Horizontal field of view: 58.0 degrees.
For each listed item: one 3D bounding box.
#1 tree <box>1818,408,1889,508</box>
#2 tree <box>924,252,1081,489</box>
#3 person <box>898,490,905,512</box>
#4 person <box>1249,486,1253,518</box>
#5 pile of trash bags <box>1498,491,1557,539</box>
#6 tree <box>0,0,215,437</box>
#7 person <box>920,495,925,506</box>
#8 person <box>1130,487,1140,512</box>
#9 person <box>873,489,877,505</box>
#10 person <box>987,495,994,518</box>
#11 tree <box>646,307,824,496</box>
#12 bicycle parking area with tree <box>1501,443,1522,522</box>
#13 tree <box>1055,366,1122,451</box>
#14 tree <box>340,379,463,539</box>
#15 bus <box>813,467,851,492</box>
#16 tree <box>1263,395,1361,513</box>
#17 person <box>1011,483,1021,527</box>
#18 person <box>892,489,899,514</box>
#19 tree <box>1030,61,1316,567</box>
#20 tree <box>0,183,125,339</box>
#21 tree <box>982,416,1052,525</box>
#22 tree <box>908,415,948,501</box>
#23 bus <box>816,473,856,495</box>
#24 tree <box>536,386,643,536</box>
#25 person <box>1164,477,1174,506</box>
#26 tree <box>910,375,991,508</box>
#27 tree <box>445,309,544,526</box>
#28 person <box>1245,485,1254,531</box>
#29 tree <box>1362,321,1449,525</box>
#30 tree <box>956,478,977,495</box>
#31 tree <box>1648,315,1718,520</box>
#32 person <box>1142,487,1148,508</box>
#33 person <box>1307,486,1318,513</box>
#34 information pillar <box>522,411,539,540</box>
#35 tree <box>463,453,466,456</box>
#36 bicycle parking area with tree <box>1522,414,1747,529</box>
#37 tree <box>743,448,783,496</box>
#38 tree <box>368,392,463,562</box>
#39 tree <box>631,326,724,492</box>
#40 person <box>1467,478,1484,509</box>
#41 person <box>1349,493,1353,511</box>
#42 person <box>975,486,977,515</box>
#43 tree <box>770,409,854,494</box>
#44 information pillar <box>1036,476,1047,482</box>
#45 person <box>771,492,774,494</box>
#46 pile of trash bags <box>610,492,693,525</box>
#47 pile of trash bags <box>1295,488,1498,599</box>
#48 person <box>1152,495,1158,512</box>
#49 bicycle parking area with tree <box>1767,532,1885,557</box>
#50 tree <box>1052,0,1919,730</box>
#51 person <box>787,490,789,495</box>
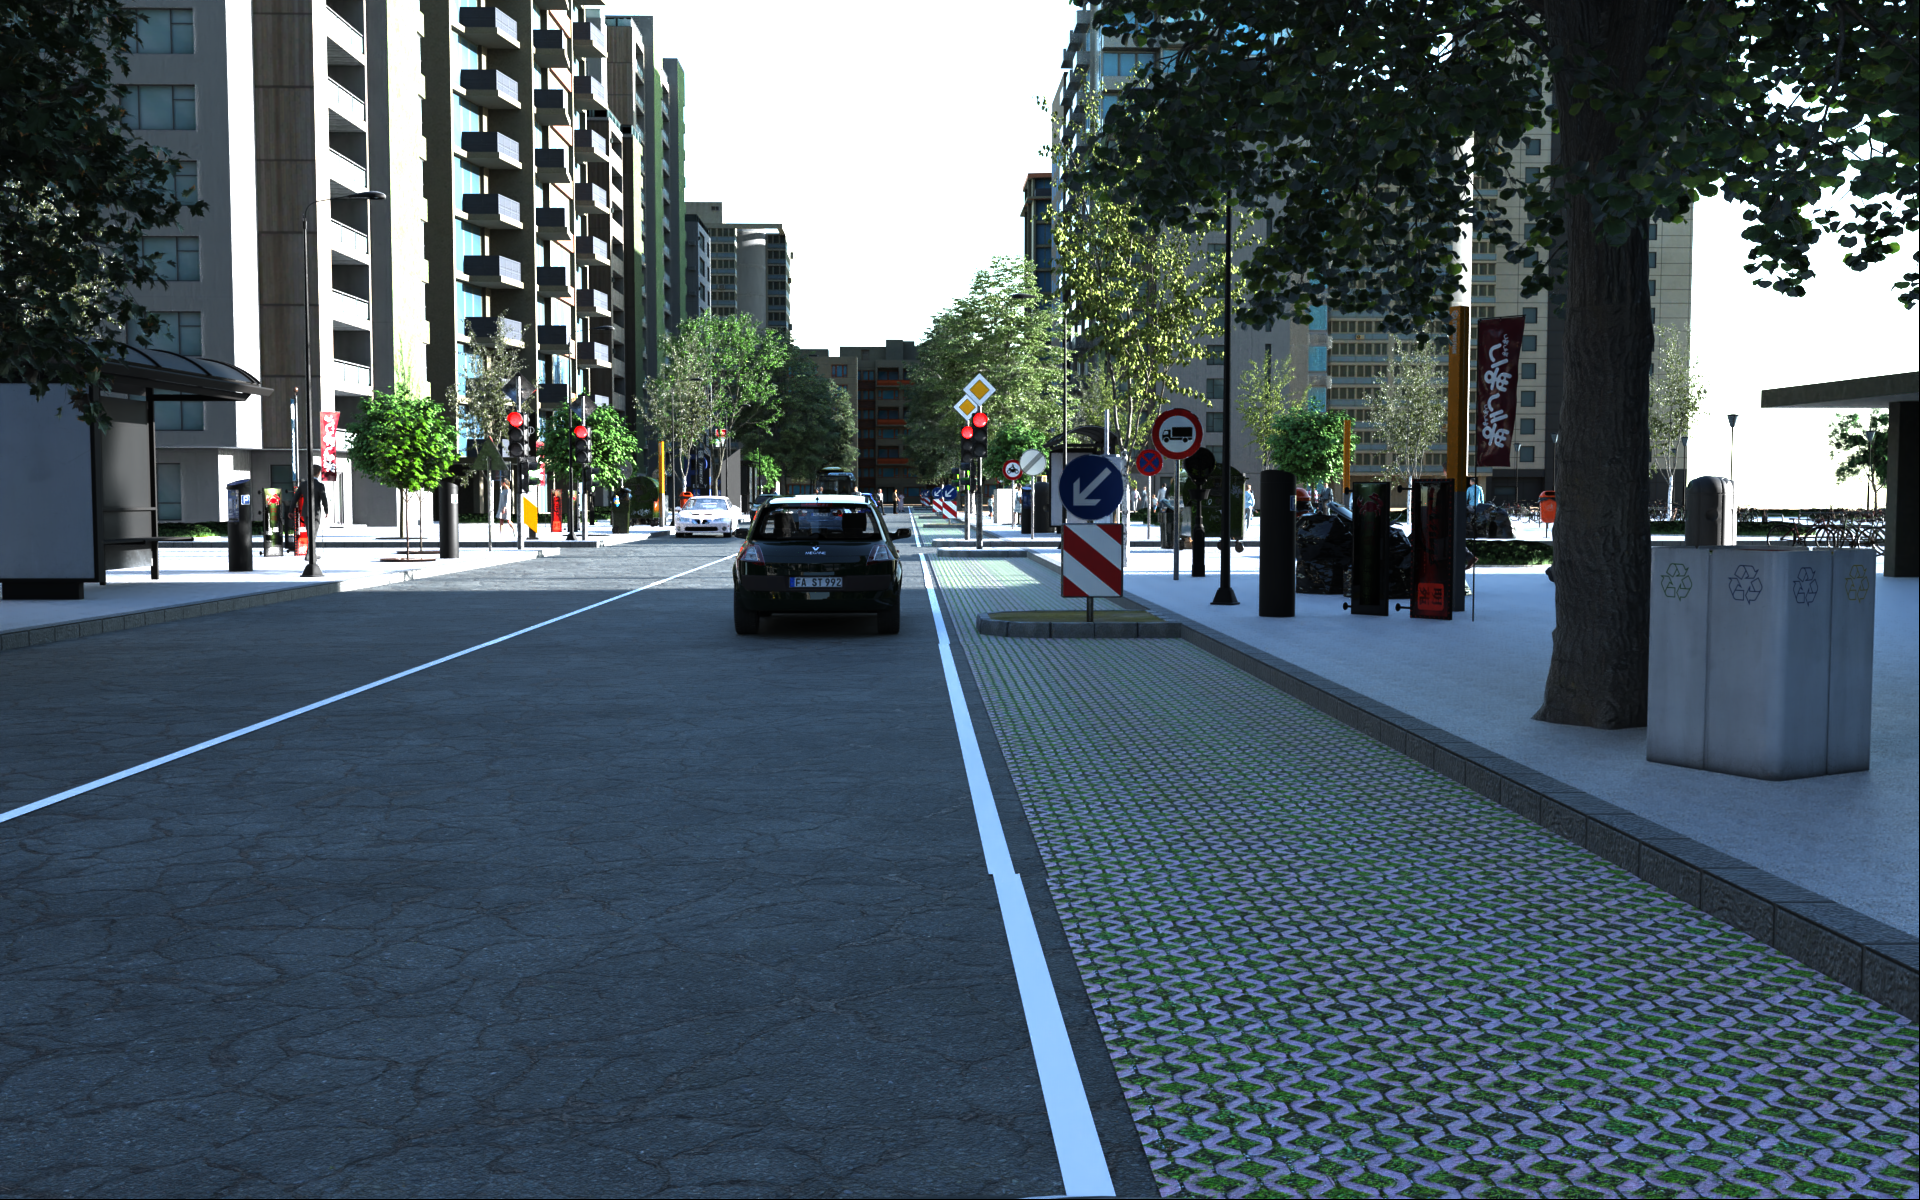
[{"bbox_3d":[56.176,-8.432,100.764,11.467,7.101,20.602,0,4,1],"label":"tree"},{"bbox_3d":[1.991,-10.026,82.046,7.486,12.596,7.792,0,3,0],"label":"tree"},{"bbox_3d":[-4.811,-8.029,140.438,0.551,1.740,0.621,-3,5,-45],"label":"person"},{"bbox_3d":[15.430,-5.263,92.522,0.576,1.772,0.534,1,4,21],"label":"person"},{"bbox_3d":[15.699,-2.491,50.475,3.447,1.369,1.912,0,4,8],"label":"pile of trash bags"},{"bbox_3d":[-9.977,-5.862,12.849,9.611,12.733,9.660,0,3,0],"label":"tree"},{"bbox_3d":[-4.095,-11.254,193.039,0.617,1.759,0.750,1,4,10],"label":"person"},{"bbox_3d":[12.043,-6.905,119.209,0.678,1.792,0.850,0,4,-7],"label":"person"},{"bbox_3d":[-6.792,-7.995,139.230,1.348,1.823,0.705,2,4,26],"label":"person"},{"bbox_3d":[1.624,-4.914,91.074,0.352,1.250,0.332,-2,4,-32],"label":"person"},{"bbox_3d":[-13.323,-10.351,95.000,9.928,11.665,9.643,0,3,0],"label":"tree"},{"bbox_3d":[27.947,-5.608,78.687,9.016,4.147,8.231,0,4,8],"label":"bicycle parking area with tree"},{"bbox_3d":[7.310,-9.097,99.097,4.360,8.622,3.978,0,3,0],"label":"tree"},{"bbox_3d":[-15.962,-4.021,49.451,4.285,4.588,4.351,0,3,0],"label":"tree"},{"bbox_3d":[-11.541,-10.270,159.460,2.896,3.916,12.252,0,4,0],"label":"bus"},{"bbox_3d":[11.691,-4.528,57.743,4.285,4.588,4.351,0,3,0],"label":"tree"},{"bbox_3d":[2.307,-3.691,67.402,0.512,1.701,0.522,-3,5,-40],"label":"person"},{"bbox_3d":[-4.698,-7.184,125.965,0.705,1.823,1.348,-1,4,-20],"label":"person"},{"bbox_3d":[3.015,-4.867,29.943,4.737,8.622,4.395,0,3,0],"label":"tree"},{"bbox_3d":[-17.489,-5.027,32.556,4.360,8.622,3.978,0,3,0],"label":"tree"},{"bbox_3d":[2.507,-5.441,72.669,4.285,4.588,4.351,0,3,0],"label":"tree"},{"bbox_3d":[-1.418,-15.067,172.108,9.928,11.665,9.643,0,3,0],"label":"tree"},{"bbox_3d":[-10.251,-9.198,145.241,2.948,3.499,13.247,0,4,-1],"label":"bus"},{"bbox_3d":[-11.401,-4.236,52.966,4.285,4.588,4.351,0,3,0],"label":"tree"},{"bbox_3d":[6.772,-2.802,52.080,1.509,1.804,0.699,3,5,42],"label":"person"},{"bbox_3d":[-0.084,-15.018,162.557,9.611,12.733,9.660,0,3,0],"label":"tree"},{"bbox_3d":[-18.814,-7.282,69.428,4.360,8.622,3.978,0,3,0],"label":"tree"},{"bbox_3d":[10.024,-3.219,60.477,0.589,1.601,0.330,3,5,39],"label":"person"},{"bbox_3d":[18.871,-7.479,72.648,4.360,8.622,3.978,0,3,0],"label":"tree"},{"bbox_3d":[0.285,-7.729,120.978,1.663,3.219,1.824,0,3,0],"label":"tree"},{"bbox_3d":[29.474,-7.441,72.020,4.360,8.622,3.978,0,3,0],"label":"tree"},{"bbox_3d":[13.128,-7.112,122.493,0.590,1.801,0.661,2,4,33],"label":"person"},{"bbox_3d":[13.431,-3.631,66.242,0.643,1.720,0.563,-3,5,-41],"label":"person"},{"bbox_3d":[-12.101,-3.499,48.569,0.504,3.616,0.183,-1,4,-16],"label":"information pillar"},{"bbox_3d":[-11.701,-2.615,37.354,1.663,3.219,1.824,0,3,0],"label":"tree"},{"bbox_3d":[25.058,-4.612,62.408,8.231,4.147,9.016,1,4,22],"label":"bicycle parking area with tree"},{"bbox_3d":[-14.252,-8.477,122.316,4.285,4.588,4.351,0,3,0],"label":"tree"},{"bbox_3d":[-10.437,-2.353,33.078,1.663,3.219,1.824,0,3,0],"label":"tree"},{"bbox_3d":[-12.210,-7.685,76.015,4.360,8.622,3.978,0,3,0],"label":"tree"},{"bbox_3d":[17.944,-3.341,60.530,0.638,1.841,0.748,2,4,27],"label":"person"},{"bbox_3d":[11.143,-2.494,48.627,0.589,1.601,0.330,0,4,-5],"label":"person"},{"bbox_3d":[1.124,-6.121,106.537,0.534,1.772,0.576,-1,4,-11],"label":"person"},{"bbox_3d":[-15.051,-14.635,173.700,8.767,10.594,7.601,-1,4,-13],"label":"tree"},{"bbox_3d":[3.240,-3.942,68.949,0.304,2.012,0.304,3,5,40],"label":"information pillar"},{"bbox_3d":[-20.347,-11.162,189.329,1.217,1.735,0.721,1,4,14],"label":"person"},{"bbox_3d":[-12.819,-3.830,72.373,3.447,1.369,1.912,-2,4,-24],"label":"pile of trash bags"},{"bbox_3d":[5.134,-0.802,22.860,1.912,1.369,3.447,-1,4,-23],"label":"pile of trash bags"},{"bbox_3d":[11.843,-5.784,105.300,0.352,1.250,0.332,-1,4,-15],"label":"person"},{"bbox_3d":[21.451,-2.884,34.154,9.016,4.147,8.231,1,4,11],"label":"bicycle parking area with tree"},{"bbox_3d":[3.721,-6.279,9.312,9.857,13.997,8.962,0,3,0],"label":"tree"},{"bbox_3d":[-18.842,-11.133,188.787,0.721,1.735,1.217,-1,4,-17],"label":"person"}]
